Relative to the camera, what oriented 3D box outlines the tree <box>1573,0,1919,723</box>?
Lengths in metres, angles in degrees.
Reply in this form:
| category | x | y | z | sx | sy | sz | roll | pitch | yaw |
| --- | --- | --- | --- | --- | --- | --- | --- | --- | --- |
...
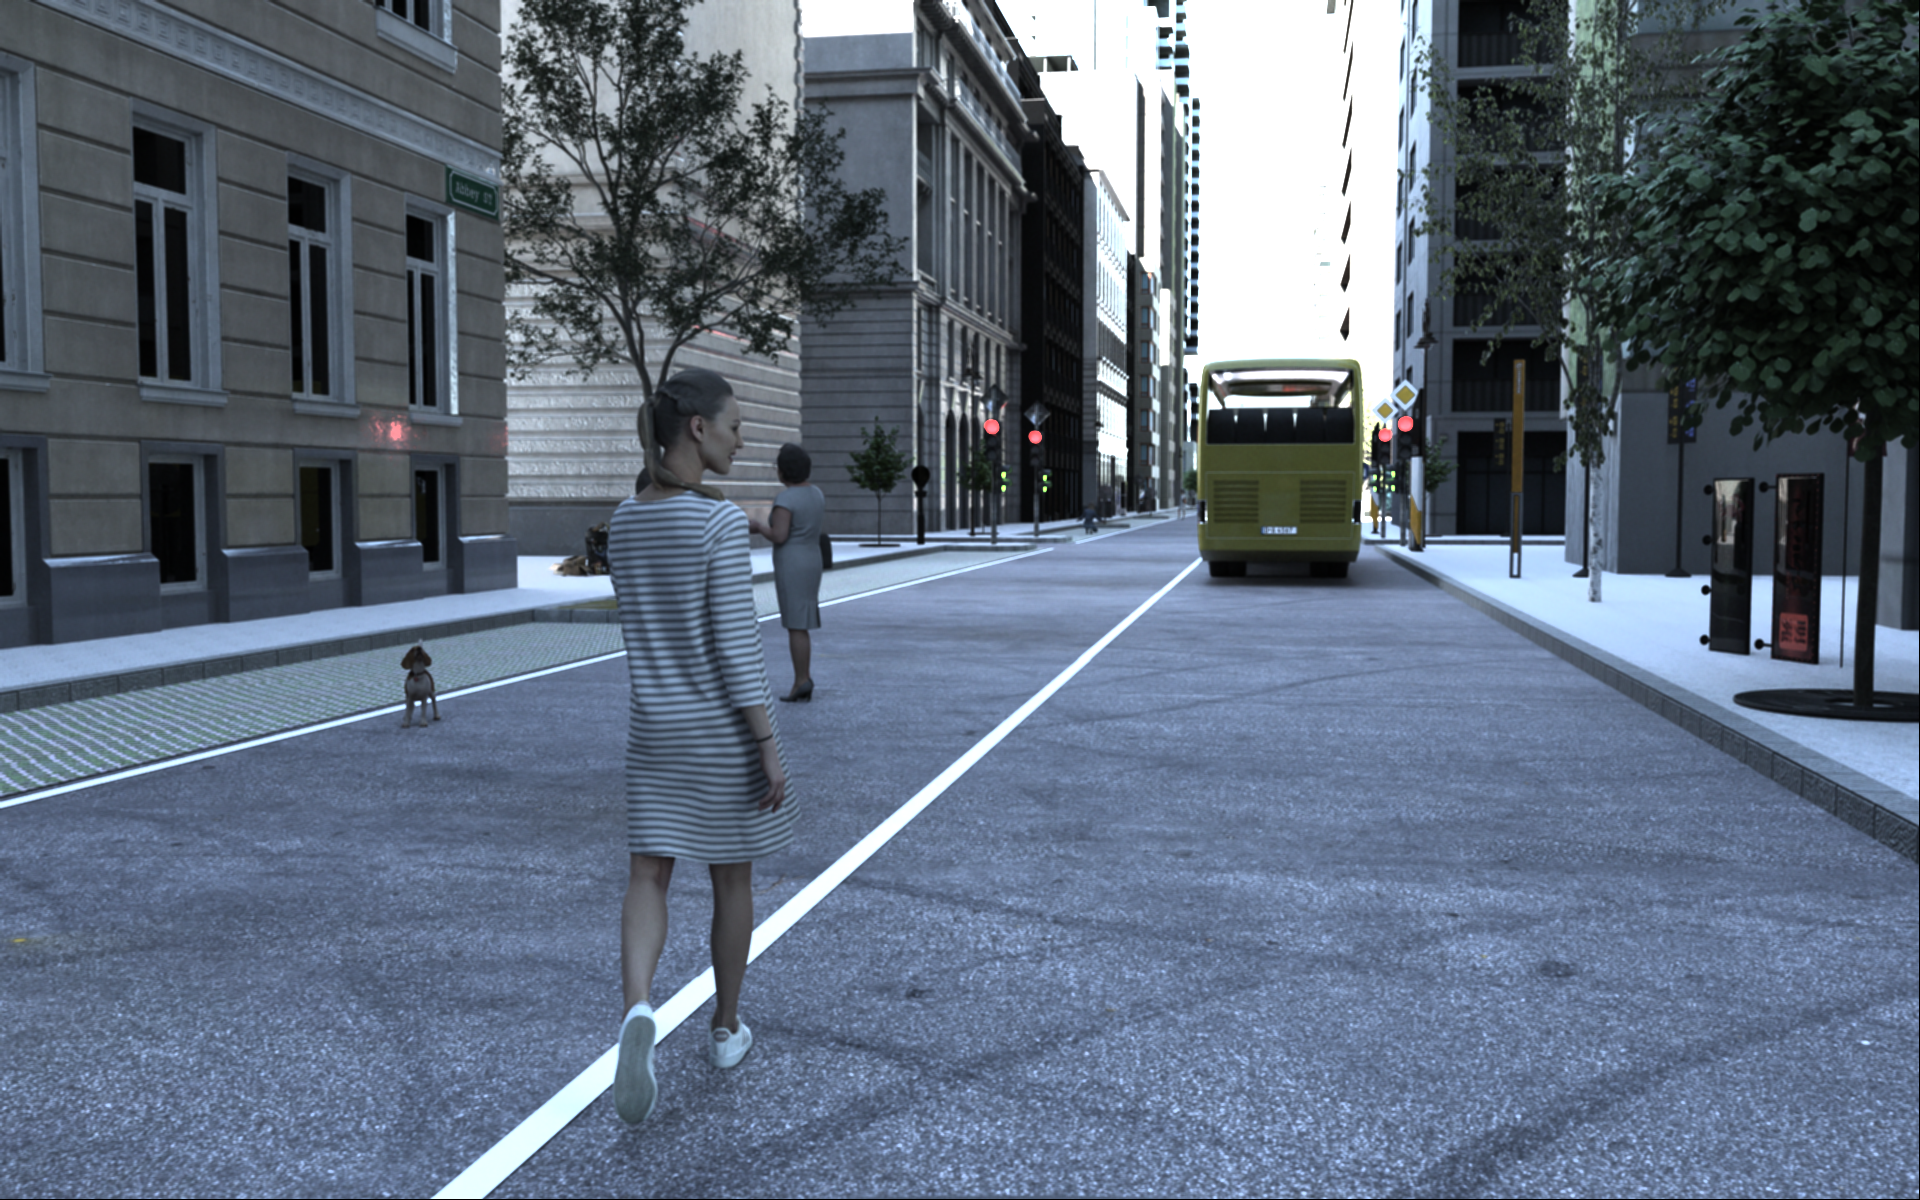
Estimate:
| category | x | y | z | sx | sy | sz | roll | pitch | yaw |
| --- | --- | --- | --- | --- | --- | --- | --- | --- | --- |
| tree | 5.451 | -1.620 | 10.202 | 4.285 | 4.588 | 4.351 | 0 | 3 | 0 |

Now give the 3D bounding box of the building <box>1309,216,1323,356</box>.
| category | x | y | z | sx | sy | sz | roll | pitch | yaw |
| --- | --- | --- | --- | --- | --- | --- | --- | --- | --- |
| building | 64.692 | -37.281 | 264.168 | 22.147 | 44.769 | 28.867 | 1 | 4 | 10 |

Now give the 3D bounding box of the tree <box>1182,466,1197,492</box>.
| category | x | y | z | sx | sy | sz | roll | pitch | yaw |
| --- | --- | --- | --- | --- | --- | --- | --- | --- | --- |
| tree | 27.140 | -13.337 | 201.767 | 4.285 | 4.588 | 4.351 | 0 | 3 | 0 |

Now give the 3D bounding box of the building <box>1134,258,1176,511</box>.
| category | x | y | z | sx | sy | sz | roll | pitch | yaw |
| --- | --- | --- | --- | --- | --- | --- | --- | --- | --- |
| building | 3.097 | -18.255 | 143.501 | 27.650 | 21.520 | 28.899 | 1 | 4 | 10 |

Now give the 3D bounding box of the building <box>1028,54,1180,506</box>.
| category | x | y | z | sx | sy | sz | roll | pitch | yaw |
| --- | --- | --- | --- | --- | --- | --- | --- | --- | --- |
| building | 12.840 | -29.349 | 163.444 | 14.154 | 41.232 | 14.086 | 1 | 4 | 10 |

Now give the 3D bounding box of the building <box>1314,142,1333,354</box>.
| category | x | y | z | sx | sy | sz | roll | pitch | yaw |
| --- | --- | --- | --- | --- | --- | --- | --- | --- | --- |
| building | 59.400 | -37.605 | 234.445 | 23.786 | 49.044 | 30.456 | 1 | 4 | 10 |

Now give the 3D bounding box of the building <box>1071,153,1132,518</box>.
| category | x | y | z | sx | sy | sz | roll | pitch | yaw |
| --- | --- | --- | --- | --- | --- | --- | --- | --- | --- |
| building | 4.374 | -15.436 | 101.523 | 9.793 | 20.994 | 18.267 | 1 | 4 | 10 |

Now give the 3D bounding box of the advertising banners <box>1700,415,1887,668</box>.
| category | x | y | z | sx | sy | sz | roll | pitch | yaw |
| --- | --- | --- | --- | --- | --- | --- | --- | --- | --- |
| advertising banners | 6.385 | -1.041 | 13.201 | 0.090 | 3.025 | 2.074 | -1 | 4 | -13 |

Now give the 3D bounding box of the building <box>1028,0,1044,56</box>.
| category | x | y | z | sx | sy | sz | roll | pitch | yaw |
| --- | --- | --- | --- | --- | --- | --- | --- | --- | --- |
| building | 20.149 | -55.799 | 224.976 | 22.319 | 86.520 | 31.000 | 1 | 4 | 10 |

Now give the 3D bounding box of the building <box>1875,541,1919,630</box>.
| category | x | y | z | sx | sy | sz | roll | pitch | yaw |
| --- | --- | --- | --- | --- | --- | --- | --- | --- | --- |
| building | 17.199 | -34.541 | 2.993 | 20.563 | 71.187 | 20.611 | 1 | 4 | 10 |

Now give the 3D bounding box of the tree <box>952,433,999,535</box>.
| category | x | y | z | sx | sy | sz | roll | pitch | yaw |
| --- | --- | --- | --- | --- | --- | --- | --- | --- | --- |
| tree | 0.827 | -3.696 | 55.034 | 1.663 | 3.219 | 1.824 | 0 | 3 | 0 |

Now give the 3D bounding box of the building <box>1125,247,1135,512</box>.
| category | x | y | z | sx | sy | sz | roll | pitch | yaw |
| --- | --- | --- | --- | --- | --- | --- | --- | --- | --- |
| building | 5.175 | -17.684 | 118.813 | 12.332 | 23.373 | 15.834 | 1 | 4 | 10 |

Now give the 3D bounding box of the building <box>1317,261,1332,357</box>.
| category | x | y | z | sx | sy | sz | roll | pitch | yaw |
| --- | --- | --- | --- | --- | --- | --- | --- | --- | --- |
| building | 51.163 | -27.046 | 213.905 | 14.160 | 30.474 | 14.107 | 1 | 4 | 10 |

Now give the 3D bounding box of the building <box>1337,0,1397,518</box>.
| category | x | y | z | sx | sy | sz | roll | pitch | yaw |
| --- | --- | --- | --- | --- | --- | --- | --- | --- | --- |
| building | 33.547 | -29.220 | 101.456 | 21.300 | 48.544 | 21.600 | 1 | 4 | 10 |

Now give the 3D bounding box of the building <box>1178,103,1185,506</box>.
| category | x | y | z | sx | sy | sz | roll | pitch | yaw |
| --- | --- | --- | --- | --- | --- | --- | --- | --- | --- |
| building | 15.473 | -30.193 | 177.256 | 14.154 | 41.232 | 14.086 | 1 | 4 | 10 |

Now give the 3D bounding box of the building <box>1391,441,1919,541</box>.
| category | x | y | z | sx | sy | sz | roll | pitch | yaw |
| --- | --- | --- | --- | --- | --- | --- | --- | --- | --- |
| building | 26.486 | -38.002 | 59.584 | 20.611 | 71.187 | 20.563 | 1 | 4 | 10 |

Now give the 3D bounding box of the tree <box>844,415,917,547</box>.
| category | x | y | z | sx | sy | sz | roll | pitch | yaw |
| --- | --- | --- | --- | --- | --- | --- | --- | --- | --- |
| tree | -2.023 | -2.929 | 42.497 | 1.663 | 3.219 | 1.824 | 0 | 3 | 0 |

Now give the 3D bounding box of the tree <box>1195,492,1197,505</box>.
| category | x | y | z | sx | sy | sz | roll | pitch | yaw |
| --- | --- | --- | --- | --- | --- | --- | --- | --- | --- |
| tree | 28.284 | -13.073 | 208.350 | 1.663 | 3.219 | 1.824 | 0 | 3 | 0 |

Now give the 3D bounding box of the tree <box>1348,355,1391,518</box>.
| category | x | y | z | sx | sy | sz | roll | pitch | yaw |
| --- | --- | --- | --- | --- | --- | --- | --- | --- | --- |
| tree | 21.108 | -8.579 | 90.635 | 4.737 | 8.622 | 4.395 | 0 | 3 | 0 |

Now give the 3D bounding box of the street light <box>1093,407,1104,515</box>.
| category | x | y | z | sx | sy | sz | roll | pitch | yaw |
| --- | --- | --- | --- | --- | --- | --- | --- | --- | --- |
| street light | 7.233 | -7.191 | 90.363 | 0.468 | 5.910 | 1.993 | 1 | 4 | 10 |

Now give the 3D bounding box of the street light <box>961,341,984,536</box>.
| category | x | y | z | sx | sy | sz | roll | pitch | yaw |
| --- | --- | --- | --- | --- | --- | --- | --- | --- | --- |
| street light | 0.383 | -4.879 | 52.562 | 0.468 | 5.910 | 1.993 | 1 | 4 | 10 |

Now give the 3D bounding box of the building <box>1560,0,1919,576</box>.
| category | x | y | z | sx | sy | sz | roll | pitch | yaw |
| --- | --- | --- | --- | --- | --- | --- | --- | --- | --- |
| building | 18.633 | -21.302 | 31.887 | 14.154 | 41.232 | 14.086 | 1 | 4 | 10 |

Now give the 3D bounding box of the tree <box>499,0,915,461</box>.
| category | x | y | z | sx | sy | sz | roll | pitch | yaw |
| --- | --- | --- | --- | --- | --- | --- | --- | --- | --- |
| tree | -4.974 | -5.767 | 28.703 | 8.767 | 10.594 | 7.601 | -1 | 4 | -12 |

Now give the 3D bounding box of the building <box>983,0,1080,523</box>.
| category | x | y | z | sx | sy | sz | roll | pitch | yaw |
| --- | --- | --- | --- | --- | --- | --- | --- | --- | --- |
| building | -0.936 | -15.623 | 85.118 | 12.332 | 23.373 | 15.834 | 1 | 4 | 10 |

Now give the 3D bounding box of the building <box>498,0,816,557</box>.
| category | x | y | z | sx | sy | sz | roll | pitch | yaw |
| --- | --- | --- | --- | --- | --- | --- | --- | --- | --- |
| building | -13.962 | -12.965 | 40.852 | 19.941 | 23.489 | 11.050 | 1 | 4 | 10 |

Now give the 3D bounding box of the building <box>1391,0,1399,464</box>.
| category | x | y | z | sx | sy | sz | roll | pitch | yaw |
| --- | --- | --- | --- | --- | --- | --- | --- | --- | --- |
| building | 26.860 | -26.078 | 76.494 | 14.600 | 45.320 | 14.200 | 1 | 4 | 10 |

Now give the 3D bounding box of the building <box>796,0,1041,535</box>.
| category | x | y | z | sx | sy | sz | roll | pitch | yaw |
| --- | --- | --- | --- | --- | --- | --- | --- | --- | --- |
| building | -5.154 | -13.694 | 65.695 | 13.314 | 21.916 | 24.055 | 1 | 4 | 10 |

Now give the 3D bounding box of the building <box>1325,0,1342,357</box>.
| category | x | y | z | sx | sy | sz | roll | pitch | yaw |
| --- | --- | --- | --- | --- | --- | --- | --- | --- | --- |
| building | 48.598 | -34.947 | 160.615 | 28.713 | 52.752 | 27.495 | 1 | 4 | 10 |

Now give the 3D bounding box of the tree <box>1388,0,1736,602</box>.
| category | x | y | z | sx | sy | sz | roll | pitch | yaw |
| --- | --- | --- | --- | --- | --- | --- | --- | --- | --- |
| tree | 7.326 | -4.284 | 20.405 | 4.360 | 8.622 | 3.978 | 0 | 3 | 0 |

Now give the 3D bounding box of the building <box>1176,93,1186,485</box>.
| category | x | y | z | sx | sy | sz | roll | pitch | yaw |
| --- | --- | --- | --- | --- | --- | --- | --- | --- | --- |
| building | 17.482 | -33.109 | 191.434 | 14.600 | 45.320 | 14.200 | 1 | 4 | 10 |

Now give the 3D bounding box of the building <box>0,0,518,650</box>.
| category | x | y | z | sx | sy | sz | roll | pitch | yaw |
| --- | --- | --- | --- | --- | --- | --- | --- | --- | --- |
| building | -13.925 | -13.978 | 14.442 | 13.634 | 28.700 | 20.117 | 1 | 4 | 10 |

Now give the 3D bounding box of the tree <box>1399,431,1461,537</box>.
| category | x | y | z | sx | sy | sz | roll | pitch | yaw |
| --- | --- | --- | --- | --- | --- | --- | --- | --- | --- |
| tree | 13.913 | -3.514 | 52.059 | 1.663 | 3.219 | 1.824 | 0 | 3 | 0 |

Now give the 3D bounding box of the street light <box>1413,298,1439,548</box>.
| category | x | y | z | sx | sy | sz | roll | pitch | yaw |
| --- | --- | --- | --- | --- | --- | --- | --- | --- | --- |
| street light | 11.026 | -4.178 | 41.102 | 0.468 | 5.910 | 1.993 | 1 | 4 | 10 |
